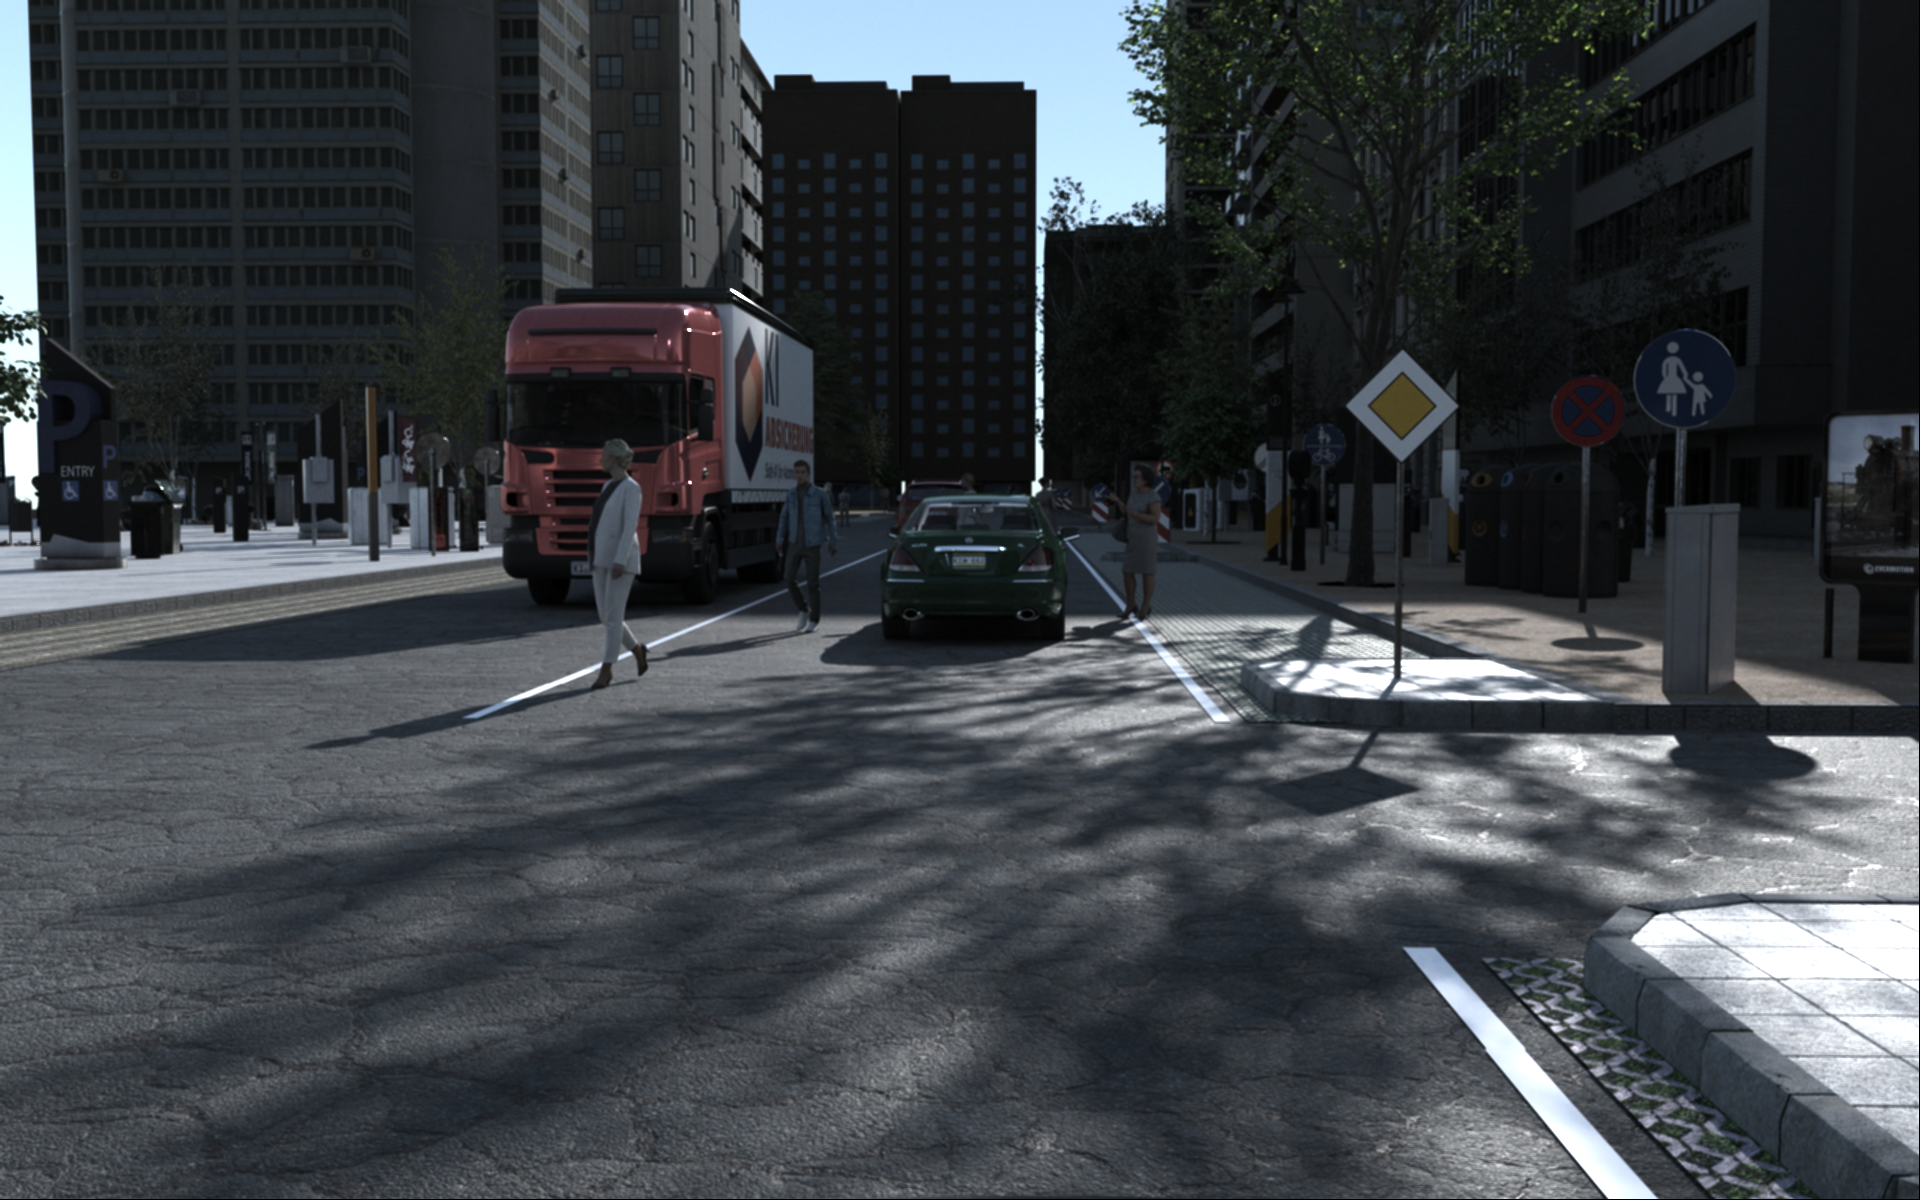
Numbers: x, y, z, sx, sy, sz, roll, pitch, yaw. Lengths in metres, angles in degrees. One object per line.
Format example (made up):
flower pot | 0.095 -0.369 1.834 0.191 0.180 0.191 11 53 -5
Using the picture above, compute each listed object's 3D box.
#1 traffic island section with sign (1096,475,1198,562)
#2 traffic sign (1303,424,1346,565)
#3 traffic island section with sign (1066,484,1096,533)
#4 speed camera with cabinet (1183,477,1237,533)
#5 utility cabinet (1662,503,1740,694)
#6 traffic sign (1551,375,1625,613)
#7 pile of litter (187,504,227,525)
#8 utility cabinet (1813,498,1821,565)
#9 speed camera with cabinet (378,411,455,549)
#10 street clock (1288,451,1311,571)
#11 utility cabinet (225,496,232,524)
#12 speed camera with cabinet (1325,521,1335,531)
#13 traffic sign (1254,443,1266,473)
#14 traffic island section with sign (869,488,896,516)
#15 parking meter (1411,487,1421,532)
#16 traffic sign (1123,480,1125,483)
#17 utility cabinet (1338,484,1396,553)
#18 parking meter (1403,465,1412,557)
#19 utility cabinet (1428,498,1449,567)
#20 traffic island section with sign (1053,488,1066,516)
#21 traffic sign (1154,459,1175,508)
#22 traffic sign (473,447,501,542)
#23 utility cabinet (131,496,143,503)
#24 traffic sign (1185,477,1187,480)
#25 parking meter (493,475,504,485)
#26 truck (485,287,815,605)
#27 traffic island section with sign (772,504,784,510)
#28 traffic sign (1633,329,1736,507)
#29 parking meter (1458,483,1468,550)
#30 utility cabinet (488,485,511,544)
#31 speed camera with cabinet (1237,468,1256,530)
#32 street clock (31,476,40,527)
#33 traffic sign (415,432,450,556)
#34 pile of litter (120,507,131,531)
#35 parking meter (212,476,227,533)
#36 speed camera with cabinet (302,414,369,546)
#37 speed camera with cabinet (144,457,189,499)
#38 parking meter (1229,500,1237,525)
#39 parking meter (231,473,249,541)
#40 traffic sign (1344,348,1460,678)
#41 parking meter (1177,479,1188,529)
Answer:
traffic island section with sign | 4.018 -1.744 37.143 1.989 1.847 2.006 0 4 2
traffic sign | 6.603 -1.919 31.475 0.768 2.556 0.104 0 4 7
traffic island section with sign | 5.043 -3.391 64.079 1.989 1.847 2.006 0 4 2
speed camera with cabinet | 8.332 -3.917 58.376 0.660 3.252 2.038 -2 4 -28
utility cabinet | 4.941 -0.024 11.560 0.306 1.237 1.020 2 4 33
traffic sign | 6.734 -1.134 18.654 0.768 2.556 0.104 0 4 7
pile of litter | -31.448 -3.573 72.387 1.719 0.858 1.176 1 4 19
utility cabinet | 15.890 -1.219 31.085 0.306 1.237 1.020 -2 4 -32
speed camera with cabinet | -12.807 -2.846 40.871 2.038 3.252 0.660 2 4 35
street clock | 5.655 -1.488 28.895 0.358 2.002 0.471 2 4 34
utility cabinet | -30.751 -3.808 73.423 1.020 1.237 0.306 0 4 8
speed camera with cabinet | 13.230 -4.063 60.765 0.660 3.252 2.038 0 4 -5
traffic sign | 7.590 -2.595 42.541 0.768 2.556 0.104 1 4 11
traffic island section with sign | -4.934 -6.470 114.405 1.989 1.847 2.006 0 4 2
parking meter | 15.247 -3.037 58.072 0.372 1.533 0.369 0 3 0
traffic sign | 8.592 -5.309 86.804 0.884 2.594 0.081 1 4 8
utility cabinet | 8.830 -1.768 37.588 1.173 1.500 0.318 1 4 10
parking meter | 9.028 -1.805 35.218 0.255 1.863 0.399 0 4 6
utility cabinet | 8.542 -1.210 30.947 0.306 1.237 1.020 1 4 12
traffic island section with sign | 6.924 -6.451 114.099 1.989 1.847 2.006 0 4 2
traffic sign | 7.414 -3.835 62.815 0.768 2.556 0.104 1 4 10
traffic sign | -12.733 -2.844 46.611 0.768 2.556 0.104 1 4 9
utility cabinet | -31.207 -3.381 66.442 0.306 1.237 1.020 3 4 37
traffic sign | 9.229 -4.431 72.554 0.768 2.556 0.104 0 4 8
parking meter | -14.150 -2.908 53.257 0.255 1.863 0.399 -3 5 -44
truck | -4.176 -2.259 25.849 2.839 4.237 11.283 0 4 3
traffic island section with sign | -6.834 -3.390 64.054 1.989 1.847 2.006 0 4 2
traffic sign | 5.600 -0.818 13.474 0.768 2.556 0.104 0 4 6
parking meter | 11.608 -1.918 39.768 0.372 1.533 0.369 0 3 0
utility cabinet | -11.225 -2.124 43.404 1.173 1.500 0.318 1 4 12
speed camera with cabinet | 9.578 -4.149 62.172 2.038 3.252 0.660 3 4 38
street clock | -36.395 -3.908 68.462 0.471 2.002 0.358 -1 4 -18
traffic sign | -10.894 -2.181 35.771 0.768 2.556 0.104 0 4 8
pile of litter | -29.001 -2.807 59.863 1.176 0.858 1.719 2 4 30
parking meter | -24.507 -3.159 57.353 0.399 1.863 0.255 -1 4 -18
speed camera with cabinet | -15.405 -3.009 43.537 2.038 3.252 0.660 -2 4 -28
speed camera with cabinet | -39.418 -5.606 85.989 0.660 3.252 2.038 3 4 36
parking meter | 11.429 -4.093 72.625 0.399 1.863 0.255 -1 4 -12
parking meter | -19.610 -2.539 47.221 0.399 1.863 0.255 -2 4 -35
traffic sign | 3.044 -0.511 12.004 0.795 2.450 0.064 0 4 2
parking meter | 8.147 -3.532 63.465 0.255 1.863 0.399 -2 4 -30
